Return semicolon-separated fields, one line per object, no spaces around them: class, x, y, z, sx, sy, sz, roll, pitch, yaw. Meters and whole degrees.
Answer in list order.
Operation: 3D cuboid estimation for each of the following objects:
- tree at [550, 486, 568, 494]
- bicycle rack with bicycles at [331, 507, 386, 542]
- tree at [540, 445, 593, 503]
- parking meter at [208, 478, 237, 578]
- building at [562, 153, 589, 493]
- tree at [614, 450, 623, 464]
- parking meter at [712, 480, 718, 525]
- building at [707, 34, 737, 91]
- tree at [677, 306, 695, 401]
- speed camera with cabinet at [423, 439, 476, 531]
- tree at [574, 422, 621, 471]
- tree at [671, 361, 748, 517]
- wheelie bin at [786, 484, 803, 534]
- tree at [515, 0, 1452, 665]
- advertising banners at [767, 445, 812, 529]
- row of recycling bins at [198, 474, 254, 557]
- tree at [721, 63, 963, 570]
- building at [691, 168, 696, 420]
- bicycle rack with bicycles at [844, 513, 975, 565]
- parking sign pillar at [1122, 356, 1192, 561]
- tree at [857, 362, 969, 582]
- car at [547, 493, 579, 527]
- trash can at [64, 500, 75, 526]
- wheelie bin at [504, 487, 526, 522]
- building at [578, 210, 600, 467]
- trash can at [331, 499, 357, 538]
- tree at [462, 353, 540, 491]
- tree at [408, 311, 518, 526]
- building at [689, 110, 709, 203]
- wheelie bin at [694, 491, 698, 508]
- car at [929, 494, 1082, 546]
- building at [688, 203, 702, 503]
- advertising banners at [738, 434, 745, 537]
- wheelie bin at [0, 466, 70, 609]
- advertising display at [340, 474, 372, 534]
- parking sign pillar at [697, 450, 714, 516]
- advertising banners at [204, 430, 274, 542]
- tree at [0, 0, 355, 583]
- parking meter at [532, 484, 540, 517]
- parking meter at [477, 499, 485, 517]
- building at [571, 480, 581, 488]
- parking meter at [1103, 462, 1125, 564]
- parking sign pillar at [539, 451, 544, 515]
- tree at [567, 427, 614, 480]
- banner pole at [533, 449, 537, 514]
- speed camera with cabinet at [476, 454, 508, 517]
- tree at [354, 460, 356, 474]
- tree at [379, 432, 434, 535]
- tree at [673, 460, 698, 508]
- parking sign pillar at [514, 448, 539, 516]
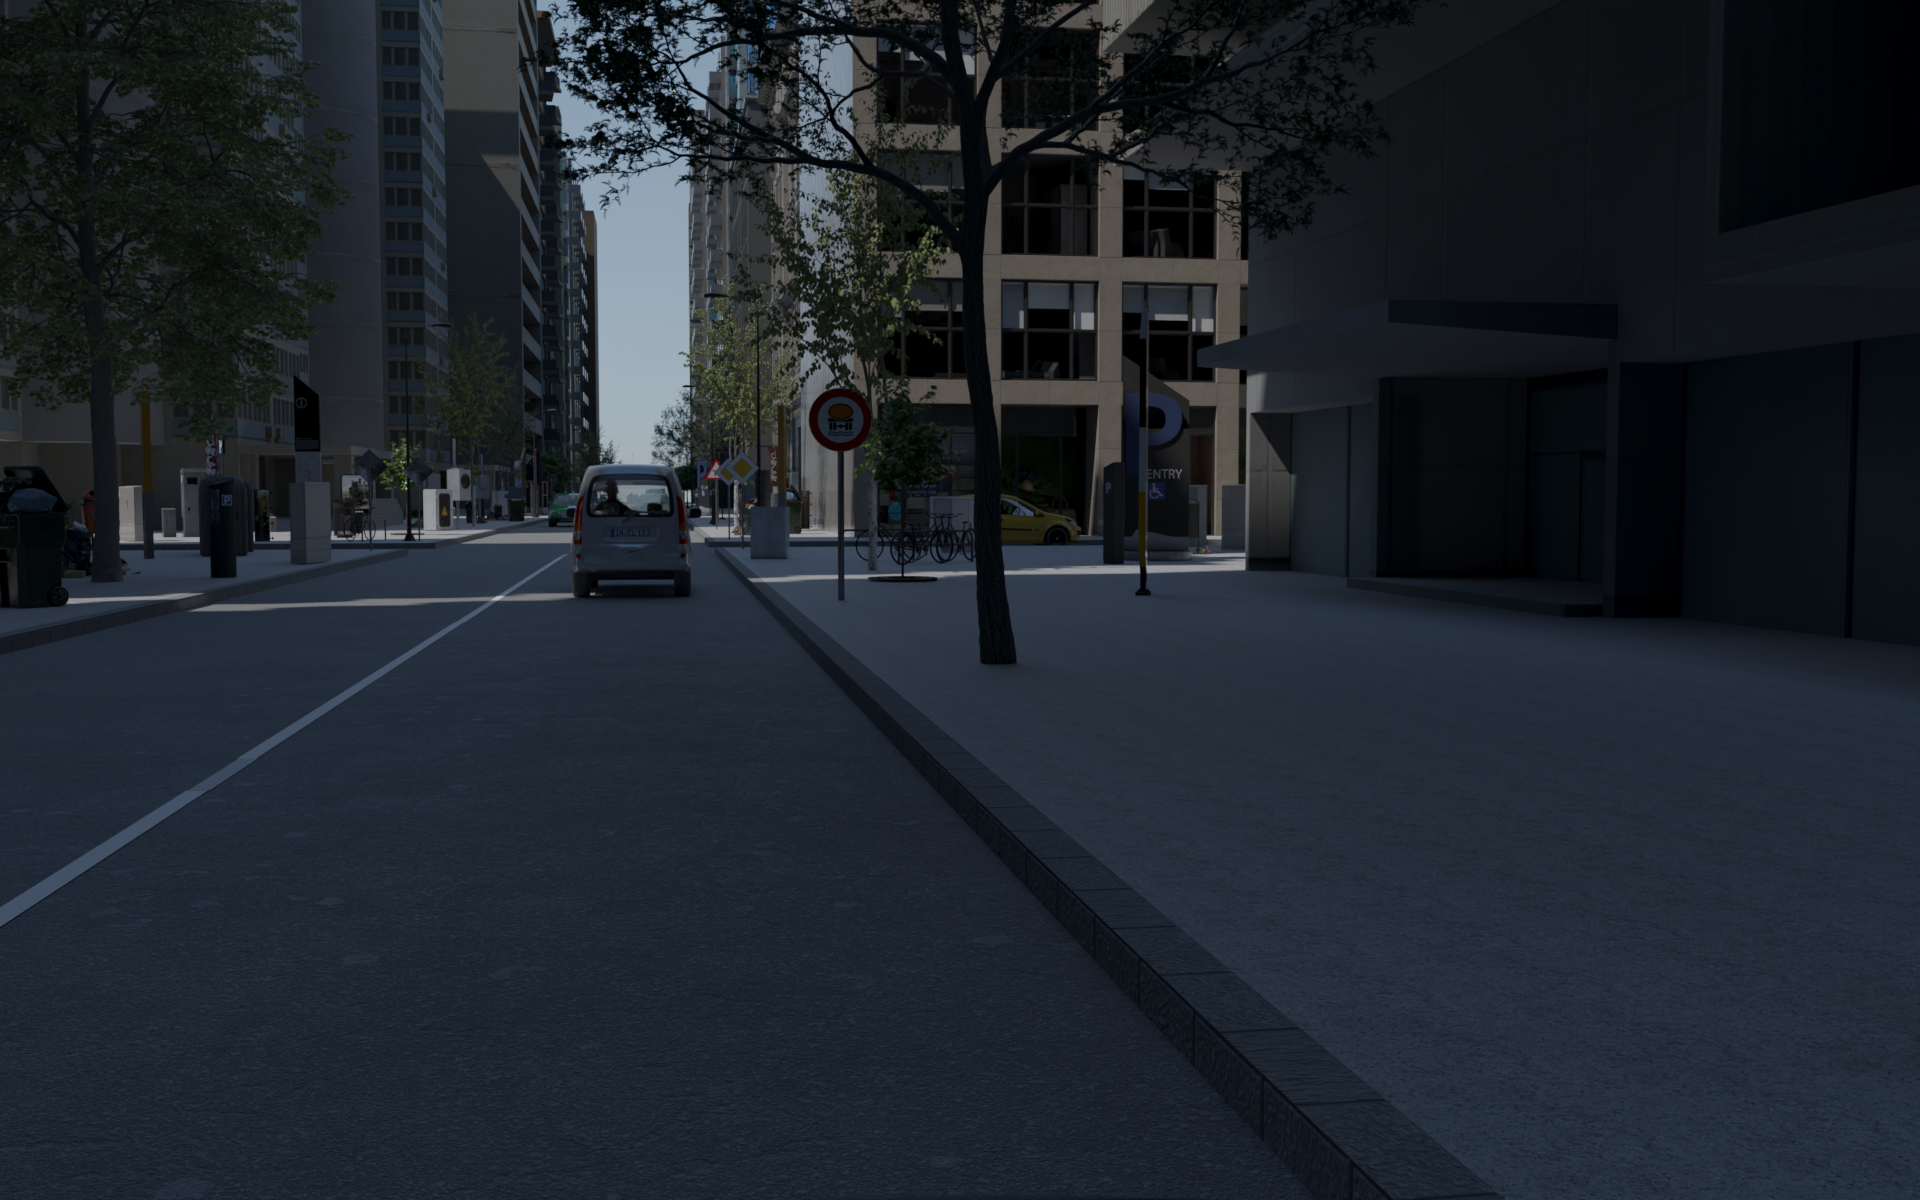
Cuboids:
tree;-31.513;-8.621;135.554;1.663;3.219;1.824;0;3;0
bicycle rack with bicycles;-17.062;-2.072;47.267;2.852;0.926;2.925;0;4;3
tree;-27.425;-8.103;116.198;4.285;4.588;4.351;0;3;0
parking meter;-11.321;-1.112;26.588;0.372;1.533;0.369;0;3;0
building;-63.457;-37.982;240.620;23.786;49.044;30.456;-1;4;-10
tree;-55.638;-19.947;276.494;4.360;8.622;3.978;0;3;0
parking meter;-10.112;-4.023;71.492;0.255;1.863;0.399;0;4;-6
building;-15.202;-34.389;181.862;23.786;49.044;30.456;-1;4;-10
tree;-7.445;-6.660;59.246;4.737;8.622;4.395;0;3;0
speed camera with cabinet;-18.114;-4.089;61.195;0.660;3.252;2.038;1;4;20
tree;-37.782;-13.979;178.919;4.737;8.622;4.395;0;3;0
tree;-13.599;-8.854;95.126;4.360;8.622;3.978;0;3;0
wheelie bin;-5.403;-2.913;55.543;0.693;1.594;0.980;-1;4;-11
tree;-0.049;-4.800;12.897;7.601;10.594;8.767;0;4;6
advertising banners;-6.207;-4.093;63.103;0.090;3.025;2.074;3;5;44
row of recycling bins;-15.686;-1.827;36.991;1.069;1.692;3.534;-1;4;-19
tree;-1.685;-4.799;28.828;4.737;8.622;4.395;0;3;0
building;-23.371;-36.999;224.548;23.786;49.044;30.456;-1;4;-10
bicycle rack with bicycles;-0.805;-1.185;32.763;2.925;0.926;2.852;-3;5;-39
parking sign pillar;3.797;-2.761;33.609;1.447;3.967;1.447;0;4;6
tree;-0.844;-1.883;25.395;1.663;3.219;1.824;0;3;0
car;-17.255;-4.151;76.661;1.959;1.807;4.718;-1;4;-10
trash can;-23.461;-2.052;45.197;0.748;1.137;0.748;0;3;0
wheelie bin;-21.151;-4.573;82.675;0.980;1.594;0.693;3;4;39
building;-62.382;-37.556;264.146;14.600;45.320;14.200;-1;4;-10
trash can;-18.058;-2.395;50.806;0.748;1.137;0.748;0;3;0
tree;-23.696;-8.525;89.744;4.360;8.622;3.978;0;3;0
tree;-19.579;-7.238;68.710;4.737;8.622;4.395;0;3;0
building;-30.907;-44.339;266.940;21.231;58.520;28.212;-1;4;-10
wheelie bin;-15.455;-5.820;103.058;0.693;1.594;0.980;-1;4;-13
car;1.204;-2.157;45.491;3.980;1.641;2.015;-1;4;-11
building;-31.354;-34.396;245.966;14.154;41.232;14.086;-1;4;-10
advertising banners;-6.440;-3.358;51.099;0.090;3.025;2.074;-1;4;-11
wheelie bin;-10.568;-0.716;19.617;0.980;1.594;0.693;2;4;26
advertising display;-19.594;-3.120;56.226;0.974;1.923;0.123;-2;4;-31
parking sign pillar;-14.826;-6.891;101.145;1.447;3.967;1.447;-3;4;-38
advertising banners;-19.273;-3.057;46.168;0.090;3.025;2.074;2;4;34
tree;-12.901;-6.545;25.139;7.486;12.596;7.792;0;3;0
parking meter;-24.085;-5.668;98.382;0.399;1.863;0.255;-1;4;-19
parking meter;-25.095;-5.036;90.745;0.372;1.533;0.369;0;3;0
building;-62.513;-31.886;213.209;32.217;40.220;23.993;-1;4;-10
parking meter;2.815;-1.592;31.739;0.255;1.863;0.399;-2;4;-27
parking sign pillar;-26.486;-7.309;107.966;1.447;3.967;1.447;3;4;39
tree;-41.057;-14.683;190.430;4.360;8.622;3.978;0;3;0
banner pole;-23.581;-6.490;96.124;0.401;3.779;0.863;0;4;0
speed camera with cabinet;-23.271;-5.631;86.410;2.038;3.252;0.660;-3;5;-41
tree;-30.010;-5.609;86.315;1.663;3.219;1.824;0;3;0
tree;-17.492;-3.649;54.267;1.663;3.219;1.824;0;3;0
tree;-27.630;-11.573;172.933;4.285;4.588;4.351;0;3;0
parking sign pillar;-25.318;-6.808;99.786;1.447;3.967;1.447;0;4;-3
